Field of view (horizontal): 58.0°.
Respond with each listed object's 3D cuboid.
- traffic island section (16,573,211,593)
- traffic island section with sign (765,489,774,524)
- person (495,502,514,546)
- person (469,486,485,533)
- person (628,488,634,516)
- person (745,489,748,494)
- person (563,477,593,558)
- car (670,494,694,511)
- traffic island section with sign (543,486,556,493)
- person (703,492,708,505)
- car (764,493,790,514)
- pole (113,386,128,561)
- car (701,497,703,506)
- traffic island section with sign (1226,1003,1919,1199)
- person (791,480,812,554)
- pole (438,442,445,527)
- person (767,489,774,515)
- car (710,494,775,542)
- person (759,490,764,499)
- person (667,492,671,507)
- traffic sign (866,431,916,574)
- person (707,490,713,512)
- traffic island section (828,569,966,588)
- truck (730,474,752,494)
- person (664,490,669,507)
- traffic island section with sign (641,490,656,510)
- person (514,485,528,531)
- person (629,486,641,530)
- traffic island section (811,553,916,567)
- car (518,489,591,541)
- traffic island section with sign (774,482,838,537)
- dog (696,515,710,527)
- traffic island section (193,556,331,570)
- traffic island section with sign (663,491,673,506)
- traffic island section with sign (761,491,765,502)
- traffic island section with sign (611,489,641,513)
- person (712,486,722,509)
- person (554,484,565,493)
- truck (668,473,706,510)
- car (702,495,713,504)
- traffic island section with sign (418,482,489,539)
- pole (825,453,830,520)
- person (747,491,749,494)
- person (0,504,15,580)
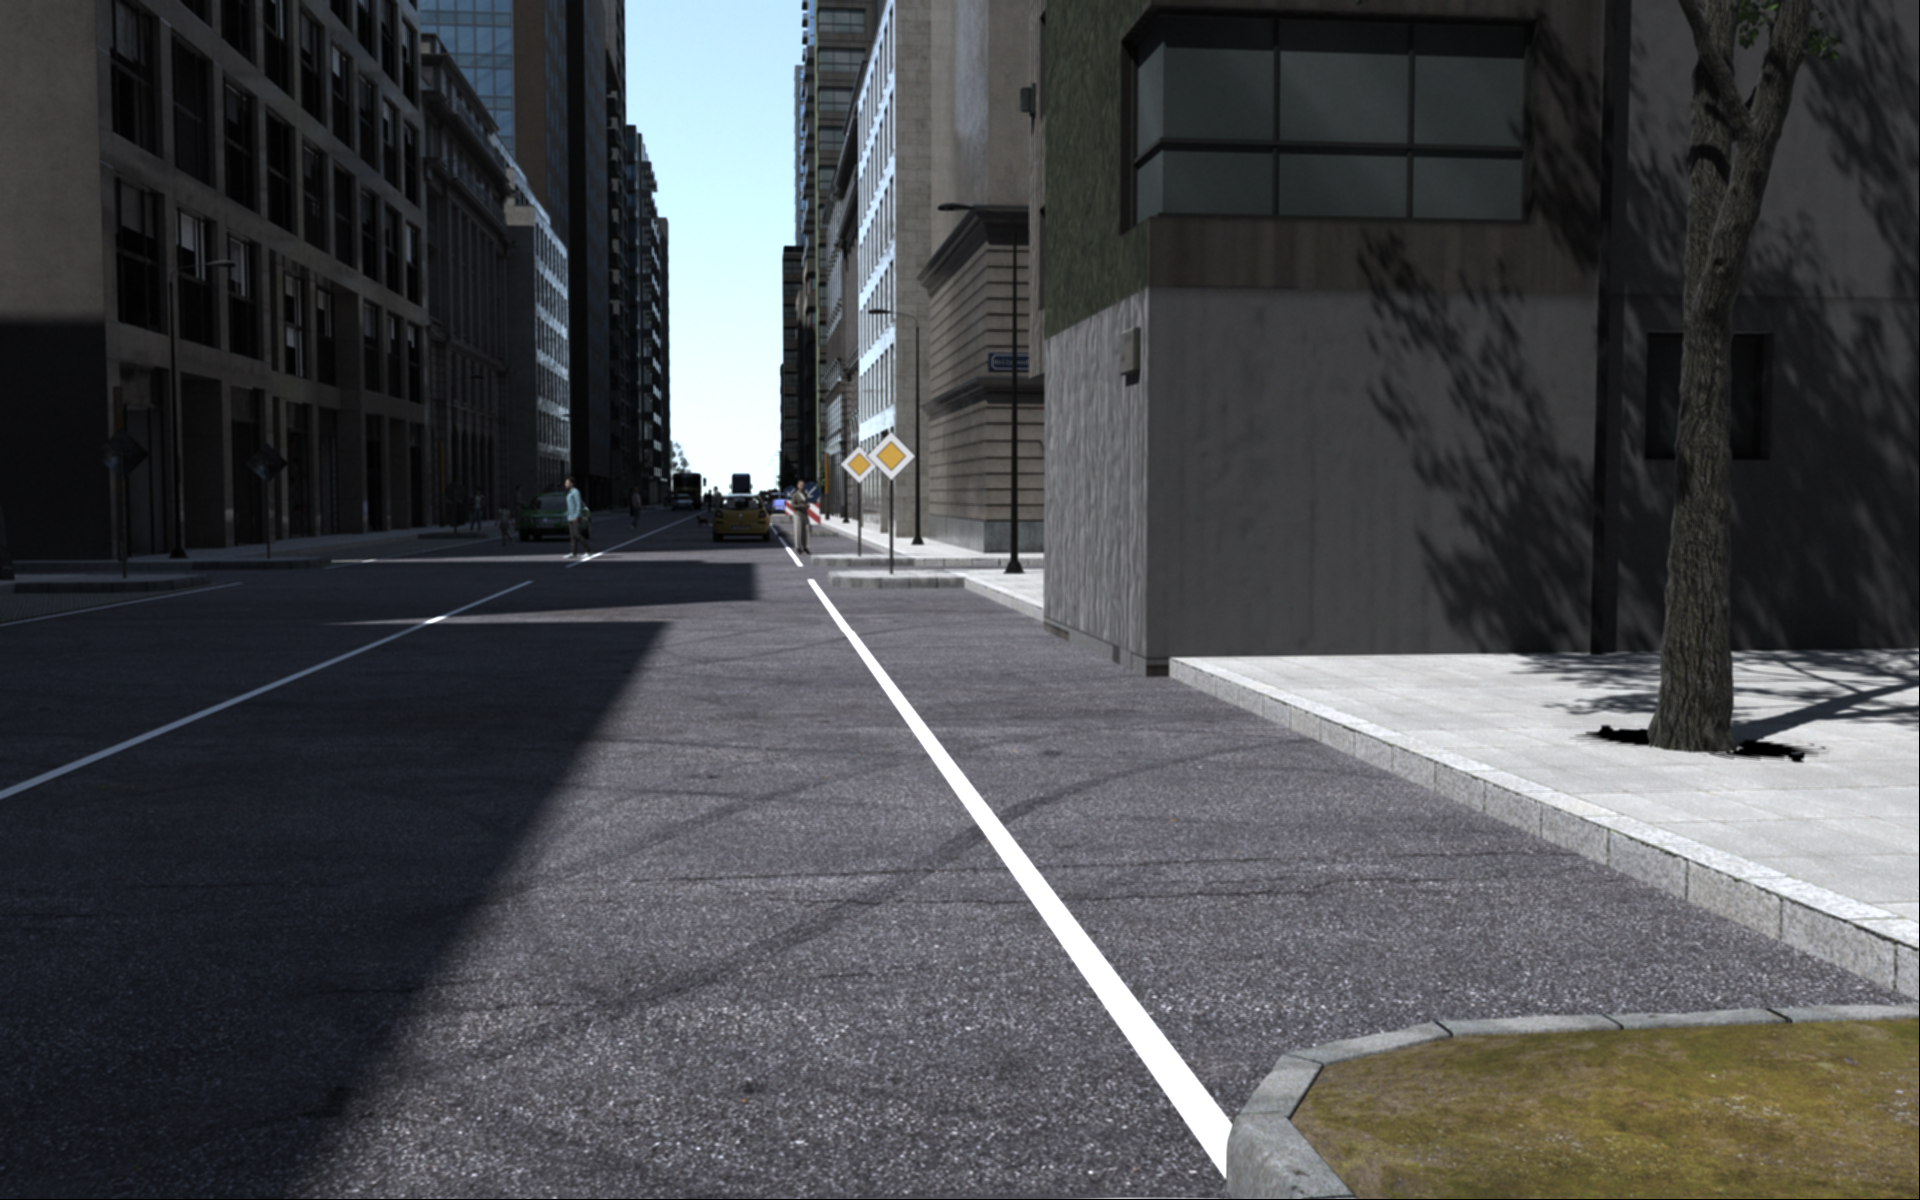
[{"bbox_3d":[-12.734,-0.250,26.363,2.009,0.180,2.903,0,4,-7],"label":"traffic island section"},{"bbox_3d":[-8.437,-4.680,85.153,1.989,1.847,2.006,0,4,-7],"label":"traffic island section with sign"},{"bbox_3d":[-12.635,-2.110,48.008,0.382,1.210,0.505,3,5,40],"label":"person"},{"bbox_3d":[-17.641,-3.298,63.261,0.563,1.720,0.643,-2,4,-27],"label":"person"},{"bbox_3d":[-21.092,-6.308,111.573,0.705,1.831,1.348,1,4,15],"label":"person"},{"bbox_3d":[-16.506,-7.645,133.455,0.705,1.831,1.348,-2,4,-27],"label":"person"},{"bbox_3d":[-8.562,-1.852,38.792,0.620,1.820,0.660,-2,4,-32],"label":"person"},{"bbox_3d":[-23.788,-8.328,148.158,2.014,1.417,4.499,-1,4,-9],"label":"car"},{"bbox_3d":[-19.732,-4.577,83.464,1.989,1.847,2.006,0,4,-7],"label":"traffic island section with sign"},{"bbox_3d":[-33.488,-13.400,228.147,0.990,1.755,0.434,2,4,28],"label":"person"},{"bbox_3d":[-13.173,-7.081,125.368,1.945,1.707,3.694,0,4,-8],"label":"car"},{"bbox_3d":[-15.984,-2.392,32.958,0.158,3.312,0.155,0,3,0],"label":"pole"},{"bbox_3d":[-32.180,-12.116,209.896,2.131,1.459,4.920,0,4,-7],"label":"car"},{"bbox_3d":[1.587,0.331,3.216,1.989,1.847,2.006,0,4,-7],"label":"traffic island section with sign"},{"bbox_3d":[-3.757,-1.966,41.197,0.519,1.759,0.362,-3,5,-43],"label":"person"},{"bbox_3d":[-20.129,-4.489,67.245,0.158,3.312,0.155,0,3,0],"label":"pole"},{"bbox_3d":[-12.672,-6.571,116.465,0.721,1.766,1.217,-1,4,-14],"label":"person"},{"bbox_3d":[-6.694,-2.631,53.243,2.015,1.641,3.980,0,4,-6],"label":"car"},{"bbox_3d":[-21.357,-10.882,186.285,0.599,1.838,0.709,2,4,27],"label":"person"},{"bbox_3d":[-33.167,-11.481,197.006,0.721,1.735,1.217,-3,4,-36],"label":"person"},{"bbox_3d":[-1.101,-1.471,27.699,0.795,2.450,0.064,0,4,-7],"label":"traffic sign"},{"bbox_3d":[-20.486,-8.165,142.128,0.705,1.807,1.348,1,4,13],"label":"person"},{"bbox_3d":[-1.078,-0.336,27.779,2.009,0.180,2.903,0,4,-7],"label":"traffic island section"},{"bbox_3d":[-27.874,-14.162,221.308,2.967,4.110,18.799,0,4,-8],"label":"truck"},{"bbox_3d":[-31.113,-10.732,183.832,0.599,1.838,0.709,0,4,5],"label":"person"},{"bbox_3d":[-29.146,-9.280,160.362,1.989,1.847,2.006,0,4,-7],"label":"traffic island section with sign"},{"bbox_3d":[-17.009,-3.575,67.147,0.583,1.804,0.606,-1,4,-18],"label":"person"},{"bbox_3d":[-12.838,-3.626,68.463,0.731,1.740,0.598,3,4,39],"label":"person"},{"bbox_3d":[-2.048,-0.821,35.705,2.009,0.180,2.903,0,4,-7],"label":"traffic island section"},{"bbox_3d":[-12.593,-2.760,53.919,1.959,1.807,4.718,0,4,-5],"label":"car"},{"bbox_3d":[-5.166,-3.044,58.396,1.989,1.847,2.006,0,4,-7],"label":"traffic island section with sign"},{"bbox_3d":[-11.187,-3.430,75.367,0.540,0.507,0.406,-2,4,-28],"label":"dog"},{"bbox_3d":[-13.704,-0.734,34.289,2.009,0.180,2.903,0,4,-7],"label":"traffic island section"},{"bbox_3d":[-35.789,-12.604,214.701,1.989,1.847,2.006,0,4,-7],"label":"traffic island section with sign"},{"bbox_3d":[-14.501,-7.713,134.735,1.989,1.847,2.006,0,4,-7],"label":"traffic island section with sign"},{"bbox_3d":[-25.822,-7.623,133.260,1.989,1.847,2.006,0,4,-7],"label":"traffic island section with sign"},{"bbox_3d":[-11.639,-4.548,82.958,0.391,1.810,0.635,1,4,17],"label":"person"},{"bbox_3d":[-16.692,-3.916,72.394,0.638,1.841,0.748,0,4,4],"label":"person"},{"bbox_3d":[-25.341,-10.084,160.797,3.469,3.379,9.791,-1,4,-9],"label":"truck"},{"bbox_3d":[-35.552,-14.288,245.972,2.083,1.381,4.827,0,4,-5],"label":"car"},{"bbox_3d":[-16.392,-2.908,56.174,1.989,1.847,2.006,0,4,-7],"label":"traffic island section with sign"},{"bbox_3d":[-6.619,-5.658,86.359,0.158,3.312,0.155,0,3,0],"label":"pole"},{"bbox_3d":[-22.192,-10.494,180.809,0.721,1.736,1.217,2,4,35],"label":"person"},{"bbox_3d":[-10.495,-0.607,18.611,0.709,1.800,0.728,-1,4,-11],"label":"person"}]
